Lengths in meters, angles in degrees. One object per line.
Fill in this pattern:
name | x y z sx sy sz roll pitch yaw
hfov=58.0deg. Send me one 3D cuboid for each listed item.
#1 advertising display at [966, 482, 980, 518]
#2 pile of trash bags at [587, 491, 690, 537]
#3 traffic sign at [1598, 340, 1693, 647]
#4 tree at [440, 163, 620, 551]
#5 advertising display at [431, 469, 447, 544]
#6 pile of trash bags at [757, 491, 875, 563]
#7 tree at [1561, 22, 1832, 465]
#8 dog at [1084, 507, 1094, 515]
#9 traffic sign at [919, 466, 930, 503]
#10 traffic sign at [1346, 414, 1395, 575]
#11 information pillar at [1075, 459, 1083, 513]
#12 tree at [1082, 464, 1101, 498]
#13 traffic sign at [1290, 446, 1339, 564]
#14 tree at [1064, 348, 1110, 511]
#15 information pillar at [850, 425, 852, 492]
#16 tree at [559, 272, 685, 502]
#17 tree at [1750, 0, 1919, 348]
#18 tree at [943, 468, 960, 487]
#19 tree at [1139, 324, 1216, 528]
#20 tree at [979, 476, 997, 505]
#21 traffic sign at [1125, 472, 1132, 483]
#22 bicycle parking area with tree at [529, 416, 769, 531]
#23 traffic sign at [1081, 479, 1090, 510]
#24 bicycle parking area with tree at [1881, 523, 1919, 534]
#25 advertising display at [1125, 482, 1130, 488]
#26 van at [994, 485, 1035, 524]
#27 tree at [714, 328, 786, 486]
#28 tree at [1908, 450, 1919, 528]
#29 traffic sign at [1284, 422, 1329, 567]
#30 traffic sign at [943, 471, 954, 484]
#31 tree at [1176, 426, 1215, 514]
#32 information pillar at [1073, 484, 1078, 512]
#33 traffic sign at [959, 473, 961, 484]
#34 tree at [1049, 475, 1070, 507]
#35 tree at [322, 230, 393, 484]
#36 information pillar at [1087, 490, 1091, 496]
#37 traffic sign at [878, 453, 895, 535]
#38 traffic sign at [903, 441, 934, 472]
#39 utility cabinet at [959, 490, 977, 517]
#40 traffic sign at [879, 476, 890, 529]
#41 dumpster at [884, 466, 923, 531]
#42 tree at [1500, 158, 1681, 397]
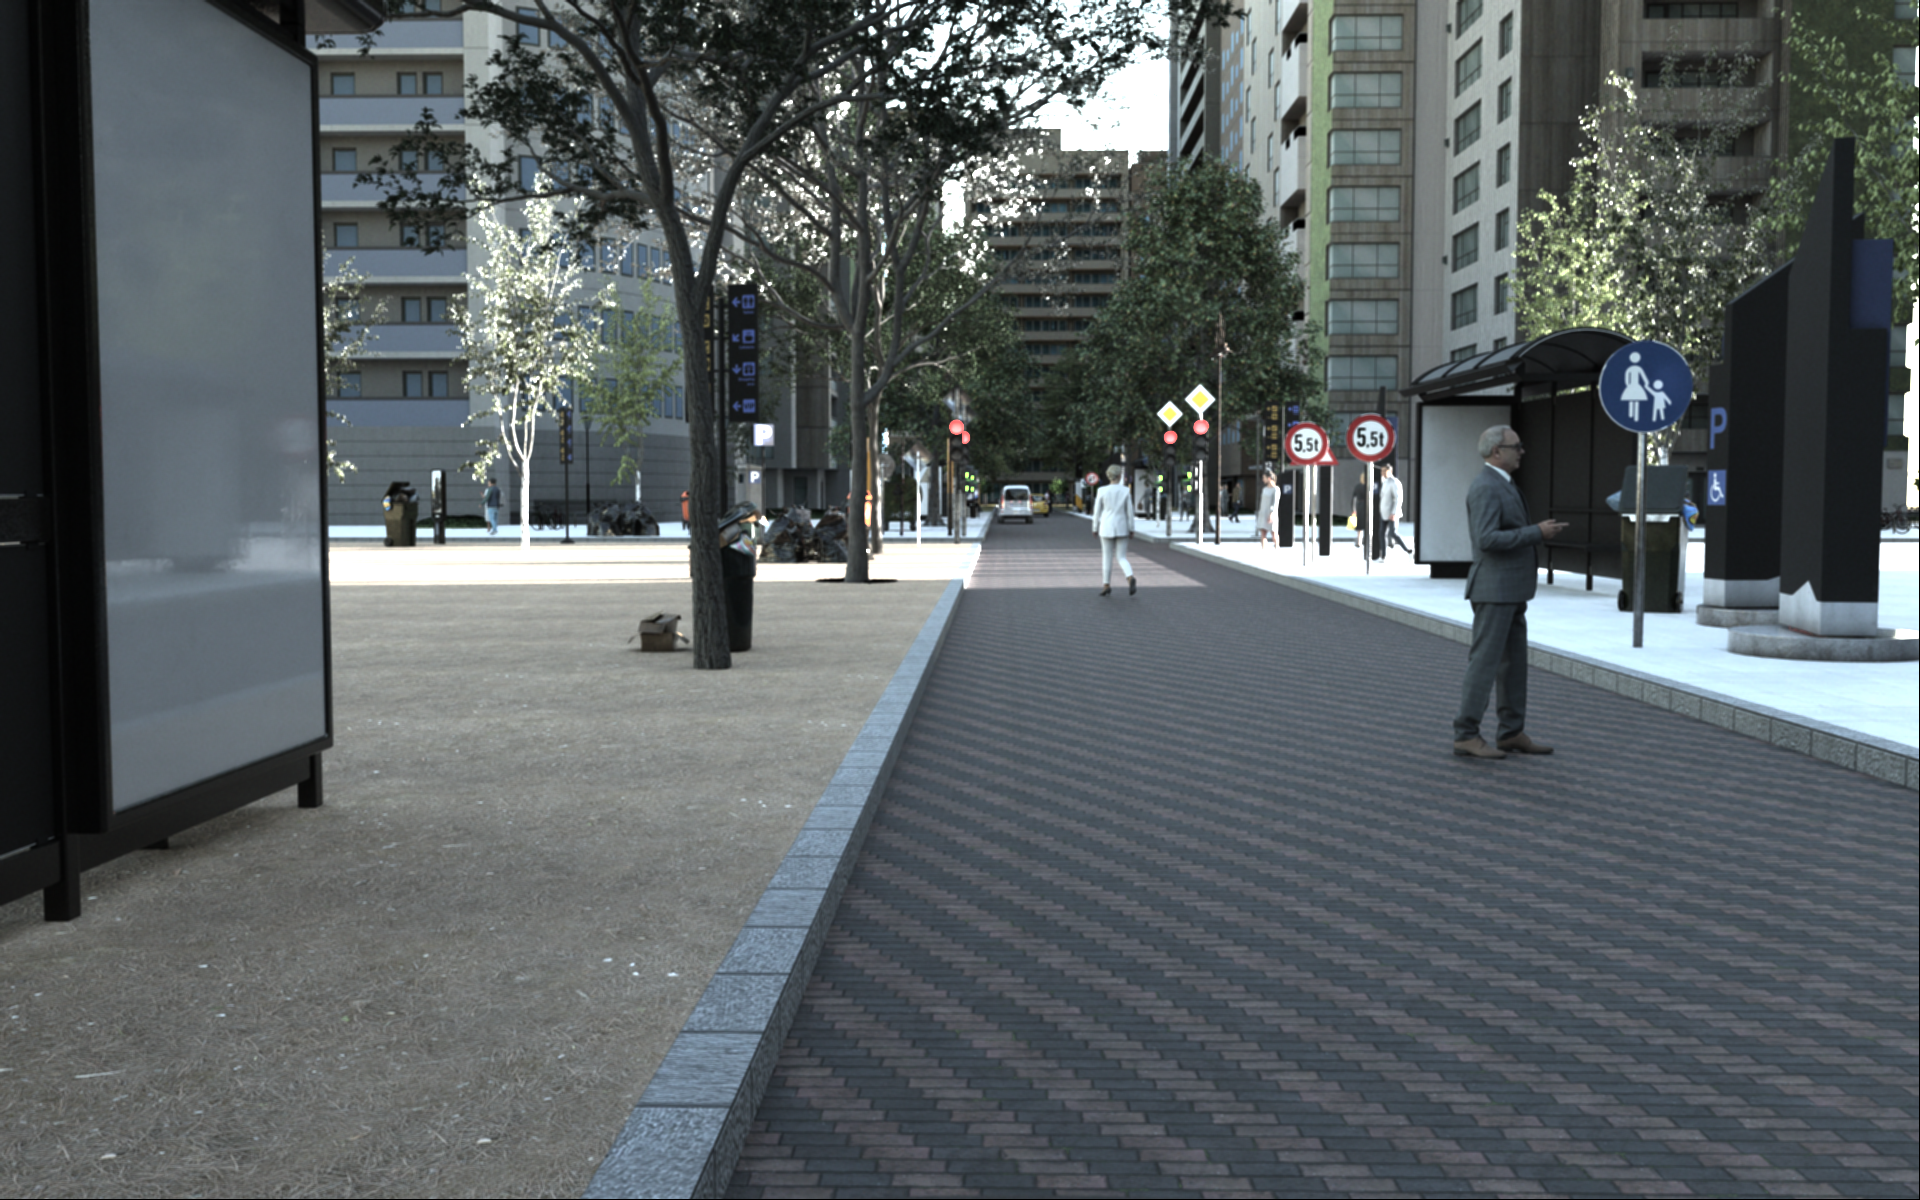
advertising display | 0.709 -5.415 93.755 0.974 1.923 0.123 3 5 44
pile of trash bags | -9.706 -2.660 53.250 3.447 1.369 1.912 -1 4 -16
traffic sign | 5.684 -0.877 14.445 0.768 2.556 0.104 0 4 3
tree | -9.792 -5.417 38.923 4.360 8.622 3.978 0 3 0
advertising display | -13.403 -2.406 44.545 0.123 1.923 0.974 -2 4 -31
pile of trash bags | -2.507 -1.460 33.621 1.912 1.369 3.447 1 4 18
tree | 11.686 -4.753 28.082 4.360 8.622 3.978 0 3 0
dog | 7.770 -5.366 104.564 0.540 0.507 0.406 -1 4 -12
traffic sign | -1.471 -4.961 81.119 0.884 2.594 0.081 1 4 10
traffic sign | 6.505 -1.676 27.517 0.768 2.556 0.104 1 4 9
information pillar | 8.040 -7.678 116.889 0.504 3.616 0.183 0 4 8
tree | 8.721 -7.212 112.519 1.663 3.219 1.824 0 3 0
traffic sign | 6.523 -1.953 31.929 0.884 2.594 0.081 1 4 11
tree | 8.770 -13.225 134.348 7.486 12.596 7.792 0 3 0
information pillar | -3.502 -4.130 58.888 0.504 3.616 0.183 0 4 4
tree | -10.792 -6.497 56.596 4.737 8.622 4.395 0 3 0
tree | 11.839 -4.279 20.330 4.737 8.622 4.395 0 3 0
tree | -0.249 -6.997 109.002 1.663 3.219 1.824 0 3 0
tree | 7.788 -7.093 66.332 4.360 8.622 3.978 0 3 0
tree | 2.830 -11.463 182.023 1.663 3.219 1.824 0 3 0
traffic sign | 9.627 -6.166 100.915 0.768 2.556 0.104 0 4 8
bicycle parking area with tree | -11.295 -4.711 64.028 8.231 4.147 9.016 1 4 17
traffic sign | 8.372 -6.955 115.836 0.606 2.300 0.079 0 4 3
bicycle parking area with tree | 32.426 -4.365 58.373 8.231 4.147 9.016 -1 4 -18
advertising display | 9.014 -5.539 95.774 0.123 1.923 0.974 -3 5 -44
van | 2.724 -4.806 85.583 2.013 2.044 4.112 0 4 0
tree | -9.423 -7.719 76.566 4.360 8.622 3.978 0 3 0
tree | 36.260 -4.310 65.066 1.663 3.219 1.824 0 3 0
traffic sign | 6.110 -1.866 30.608 0.768 2.556 0.104 1 4 9
traffic sign | -0.532 -5.722 93.662 0.768 2.556 0.104 0 4 4
tree | 14.506 -9.952 113.085 4.737 8.622 4.395 0 3 0
information pillar | 8.130 -7.192 122.074 0.304 2.012 0.304 1 4 21
traffic sign | 0.183 -5.797 94.895 0.768 2.556 0.104 1 4 11
tree | 11.487 -12.627 201.046 1.663 3.219 1.824 0 3 0
tree | -14.989 -5.375 38.247 4.360 8.622 3.978 0 3 0
information pillar | 9.252 -7.299 123.826 0.304 2.012 0.304 -1 4 -16
traffic sign | -2.409 -3.299 54.042 0.768 2.556 0.104 0 4 4
traffic sign | -1.046 -2.629 42.709 0.795 2.593 0.064 0 4 7
utility cabinet | 0.323 -5.325 95.746 1.173 1.500 0.318 1 4 16
traffic sign | -2.585 -3.333 56.625 0.606 2.300 0.079 1 4 9
dumpster | -2.095 -3.537 60.316 1.502 2.255 1.985 0 4 1
tree | 14.188 -5.425 39.054 4.737 8.622 4.395 0 3 0
